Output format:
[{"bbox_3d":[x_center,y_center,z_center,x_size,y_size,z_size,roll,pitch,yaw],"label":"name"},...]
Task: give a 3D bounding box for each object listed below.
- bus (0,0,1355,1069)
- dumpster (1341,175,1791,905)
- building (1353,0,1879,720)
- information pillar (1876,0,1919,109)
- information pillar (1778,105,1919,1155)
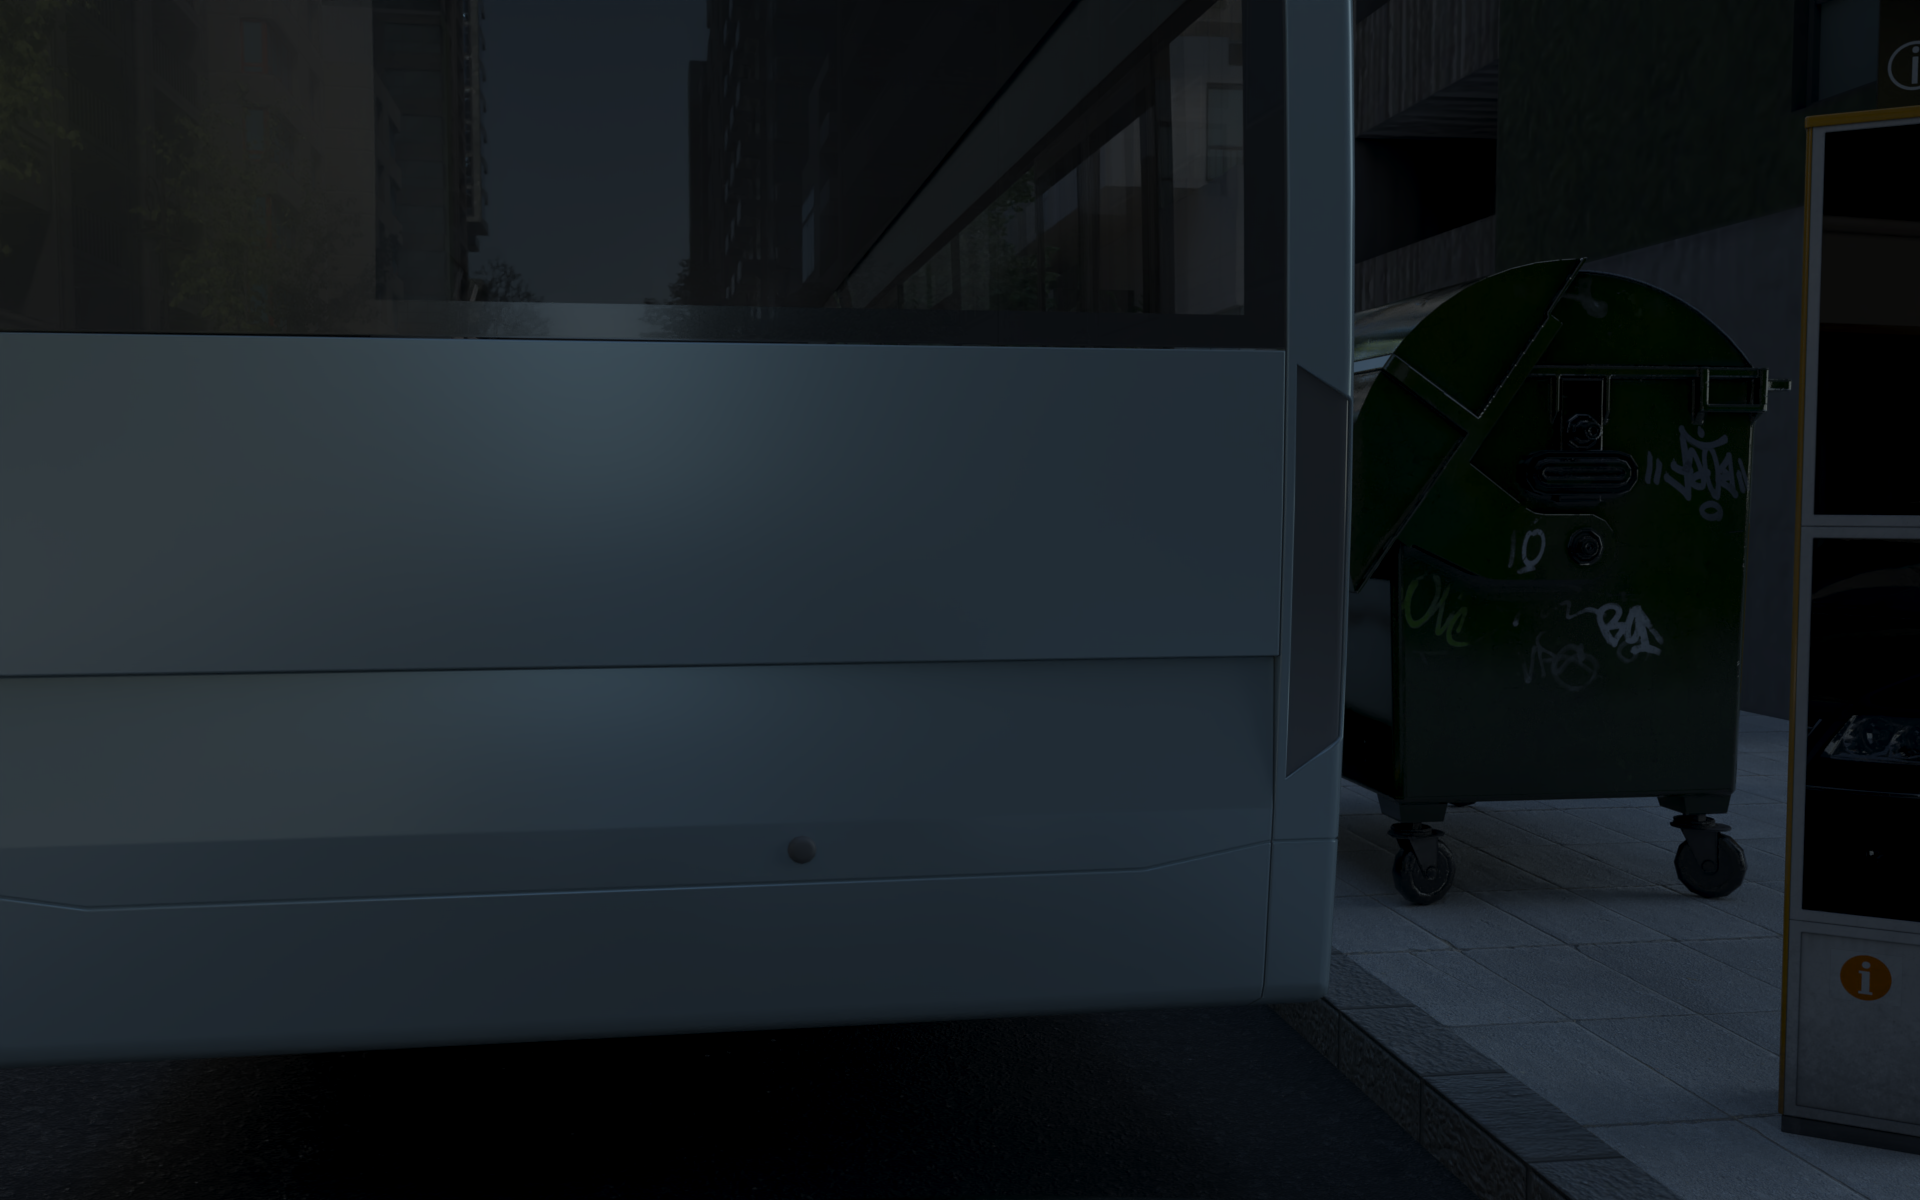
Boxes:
[{"bbox_3d":[-1.644,-0.891,9.429,2.948,3.499,13.247,-1,4,-10],"label":"bus"},{"bbox_3d":[1.743,-0.225,6.180,1.502,2.255,1.985,-1,4,-8],"label":"dumpster"},{"bbox_3d":[10.785,-14.927,15.752,14.160,30.474,14.107,-1,4,-8],"label":"building"},{"bbox_3d":[4.056,-0.973,7.266,0.504,3.616,0.183,2,4,25],"label":"information pillar"},{"bbox_3d":[1.845,0.062,3.473,0.304,2.012,0.304,2,4,30],"label":"information pillar"}]
